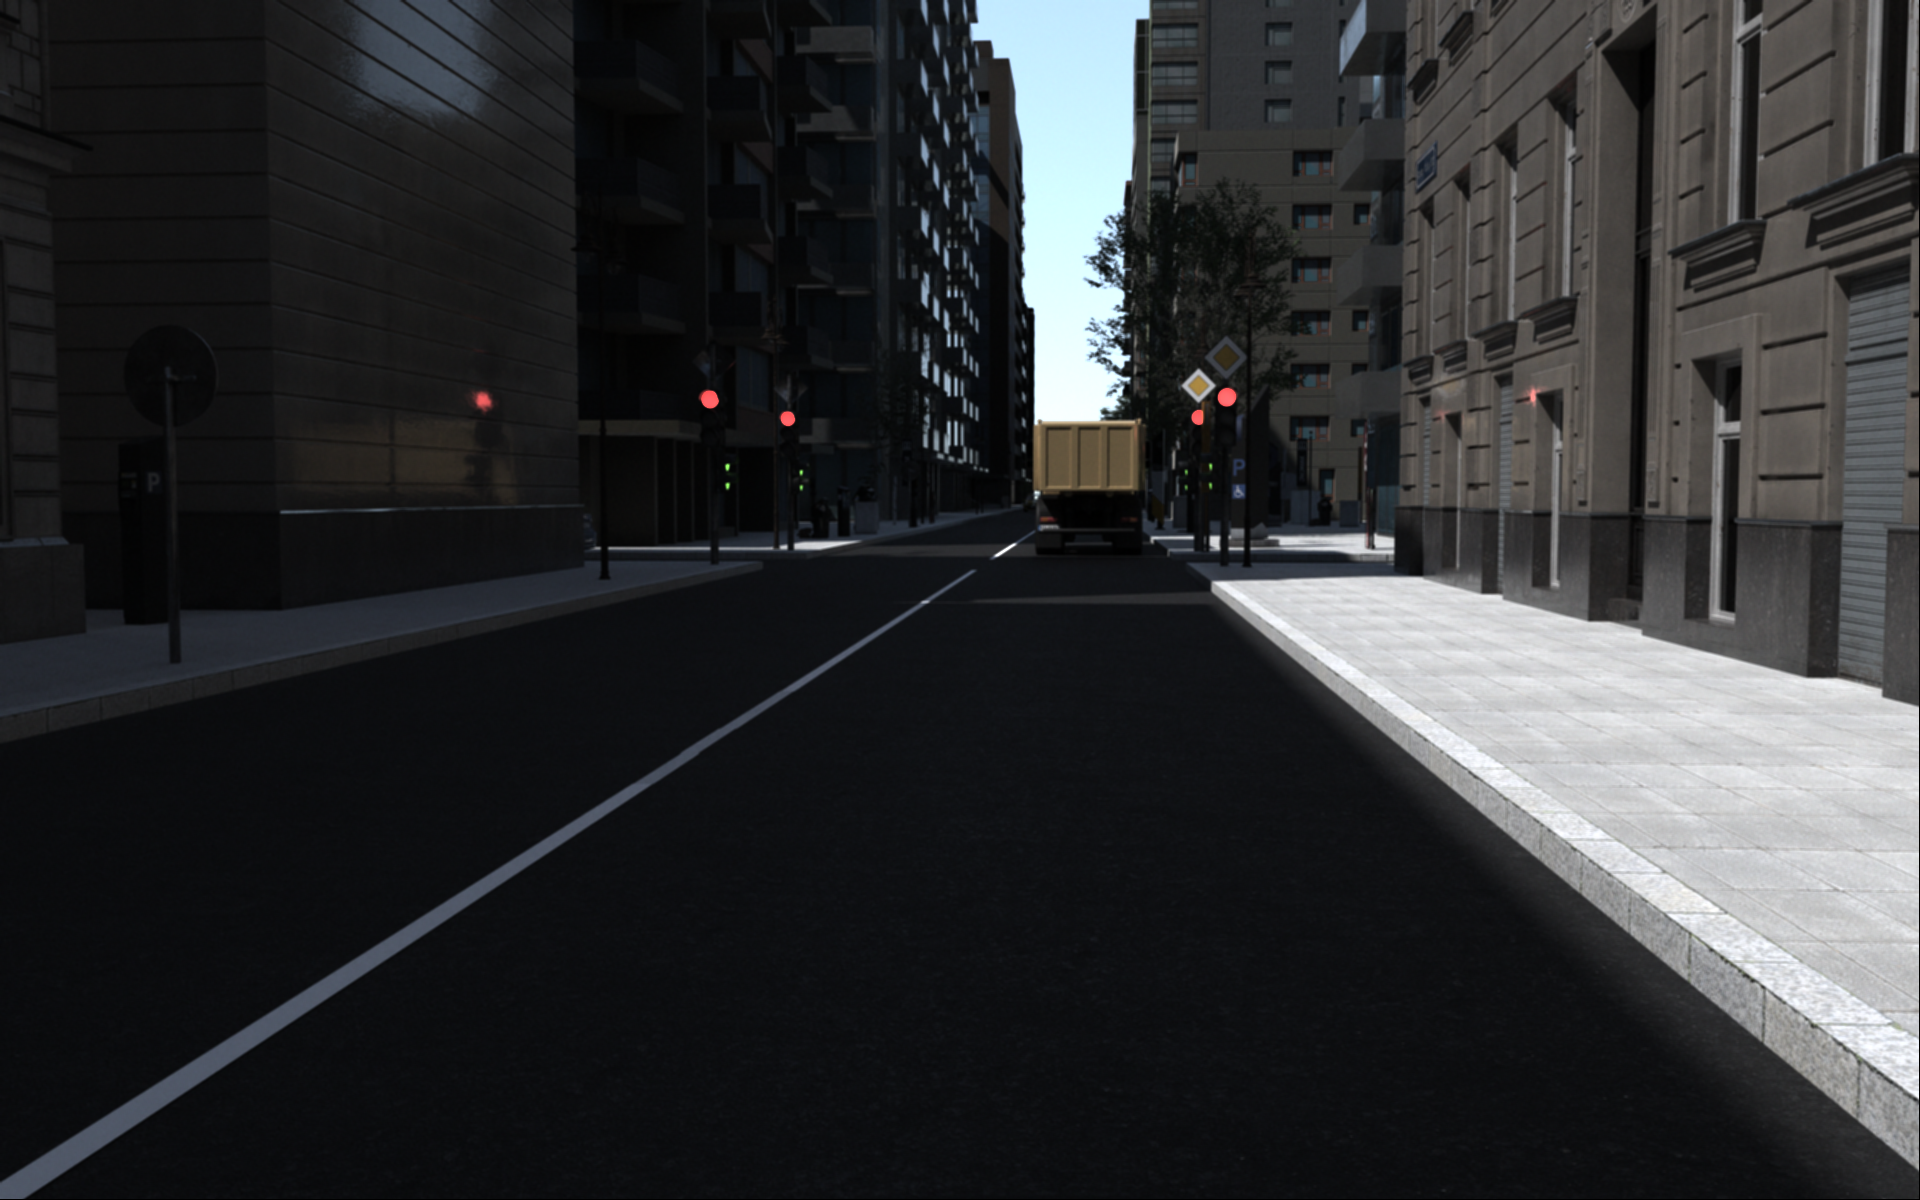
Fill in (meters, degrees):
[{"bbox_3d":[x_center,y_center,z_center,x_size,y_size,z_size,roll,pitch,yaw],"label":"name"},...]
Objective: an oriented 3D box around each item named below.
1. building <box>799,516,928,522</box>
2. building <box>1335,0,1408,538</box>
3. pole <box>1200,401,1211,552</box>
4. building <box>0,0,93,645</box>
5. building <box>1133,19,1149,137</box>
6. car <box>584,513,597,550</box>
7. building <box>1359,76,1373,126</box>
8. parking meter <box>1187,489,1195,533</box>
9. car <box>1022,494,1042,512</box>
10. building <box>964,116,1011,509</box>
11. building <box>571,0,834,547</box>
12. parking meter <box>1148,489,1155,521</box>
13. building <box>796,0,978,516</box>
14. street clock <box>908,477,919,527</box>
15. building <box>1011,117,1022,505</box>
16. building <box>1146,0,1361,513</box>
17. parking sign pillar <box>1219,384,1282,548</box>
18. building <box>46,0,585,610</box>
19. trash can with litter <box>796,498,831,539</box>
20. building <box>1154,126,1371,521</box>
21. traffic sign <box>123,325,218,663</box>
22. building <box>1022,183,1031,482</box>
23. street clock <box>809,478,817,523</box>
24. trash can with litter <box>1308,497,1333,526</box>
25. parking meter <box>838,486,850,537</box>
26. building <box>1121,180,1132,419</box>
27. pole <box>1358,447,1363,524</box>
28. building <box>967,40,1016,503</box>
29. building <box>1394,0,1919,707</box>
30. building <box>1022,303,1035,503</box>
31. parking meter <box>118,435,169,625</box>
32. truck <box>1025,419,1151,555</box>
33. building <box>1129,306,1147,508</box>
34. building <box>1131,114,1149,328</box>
[{"bbox_3d":[-12.326,-28.862,91.498,23.786,49.044,30.456,0,4,4],"label":"building"},{"bbox_3d":[26.749,-26.370,50.765,30.456,49.044,23.786,0,4,4],"label":"building"},{"bbox_3d":[5.410,-2.710,38.145,0.158,3.312,0.155,0,3,0],"label":"pole"},{"bbox_3d":[-13.451,-8.692,6.738,10.561,19.102,19.286,0,4,4],"label":"building"},{"bbox_3d":[34.149,-50.282,260.366,20.563,71.187,20.611,0,4,4],"label":"building"},{"bbox_3d":[-9.905,-1.481,36.211,4.499,1.417,2.014,0,4,4],"label":"car"},{"bbox_3d":[29.682,-33.895,143.430,28.713,52.752,27.495,0,4,4],"label":"building"},{"bbox_3d":[7.677,-2.981,57.152,0.372,1.533,0.369,0,3,0],"label":"parking meter"},{"bbox_3d":[6.021,-7.913,139.603,2.015,1.641,3.980,0,4,5],"label":"car"},{"bbox_3d":[-11.757,-28.499,157.838,32.217,40.220,23.993,0,4,4],"label":"building"},{"bbox_3d":[-16.092,-24.440,54.215,22.147,44.769,28.867,0,4,4],"label":"building"},{"bbox_3d":[9.246,-4.600,83.616,0.372,1.533,0.369,0,3,0],"label":"parking meter"},{"bbox_3d":[-10.228,-31.229,130.200,23.786,49.044,30.456,0,4,4],"label":"building"},{"bbox_3d":[-1.783,-3.804,66.769,0.358,2.002,0.471,2,4,32],"label":"street clock"},{"bbox_3d":[-3.543,-35.852,209.876,21.300,48.544,21.600,0,4,4],"label":"building"},{"bbox_3d":[20.351,-26.881,123.098,14.154,41.232,14.086,0,4,4],"label":"building"},{"bbox_3d":[7.030,-3.271,41.959,1.447,3.967,1.447,2,4,34],"label":"parking sign pillar"},{"bbox_3d":[-19.119,-13.925,24.941,25.104,27.353,12.463,0,4,4],"label":"building"},{"bbox_3d":[-4.251,-2.367,50.092,1.055,1.170,0.624,2,4,25],"label":"trash can with litter"},{"bbox_3d":[25.248,-15.356,96.102,27.650,21.520,28.899,0,4,4],"label":"building"},{"bbox_3d":[-5.958,-0.793,13.072,0.768,2.556,0.104,1,4,8],"label":"traffic sign"},{"bbox_3d":[-2.486,-37.690,235.835,23.786,49.044,30.456,0,4,4],"label":"building"},{"bbox_3d":[-6.467,-4.383,76.230,0.358,2.002,0.471,0,4,4],"label":"street clock"},{"bbox_3d":[14.499,-3.574,69.827,0.624,1.170,1.055,-3,4,-38],"label":"trash can with litter"},{"bbox_3d":[-3.513,-2.687,52.348,0.372,1.533,0.369,0,3,0],"label":"parking meter"},{"bbox_3d":[33.268,-35.587,236.475,22.147,44.769,28.867,0,4,4],"label":"building"},{"bbox_3d":[17.284,-4.950,74.780,0.158,3.312,0.155,0,3,0],"label":"pole"},{"bbox_3d":[-1.599,-32.166,176.026,14.600,45.320,14.200,0,4,4],"label":"building"},{"bbox_3d":[11.876,-13.336,15.310,12.463,27.353,25.104,0,4,4],"label":"building"},{"bbox_3d":[3.913,-29.780,258.596,14.160,30.474,14.107,0,4,4],"label":"building"},{"bbox_3d":[-8.056,-0.695,17.082,0.255,1.863,0.399,1,4,17],"label":"parking meter"},{"bbox_3d":[3.286,-2.959,44.297,3.469,3.379,9.791,0,4,4],"label":"truck"},{"bbox_3d":[31.095,-20.046,172.783,27.650,21.520,28.899,0,4,4],"label":"building"},{"bbox_3d":[31.778,-35.933,211.214,21.300,48.544,21.600,0,4,4],"label":"building"}]
